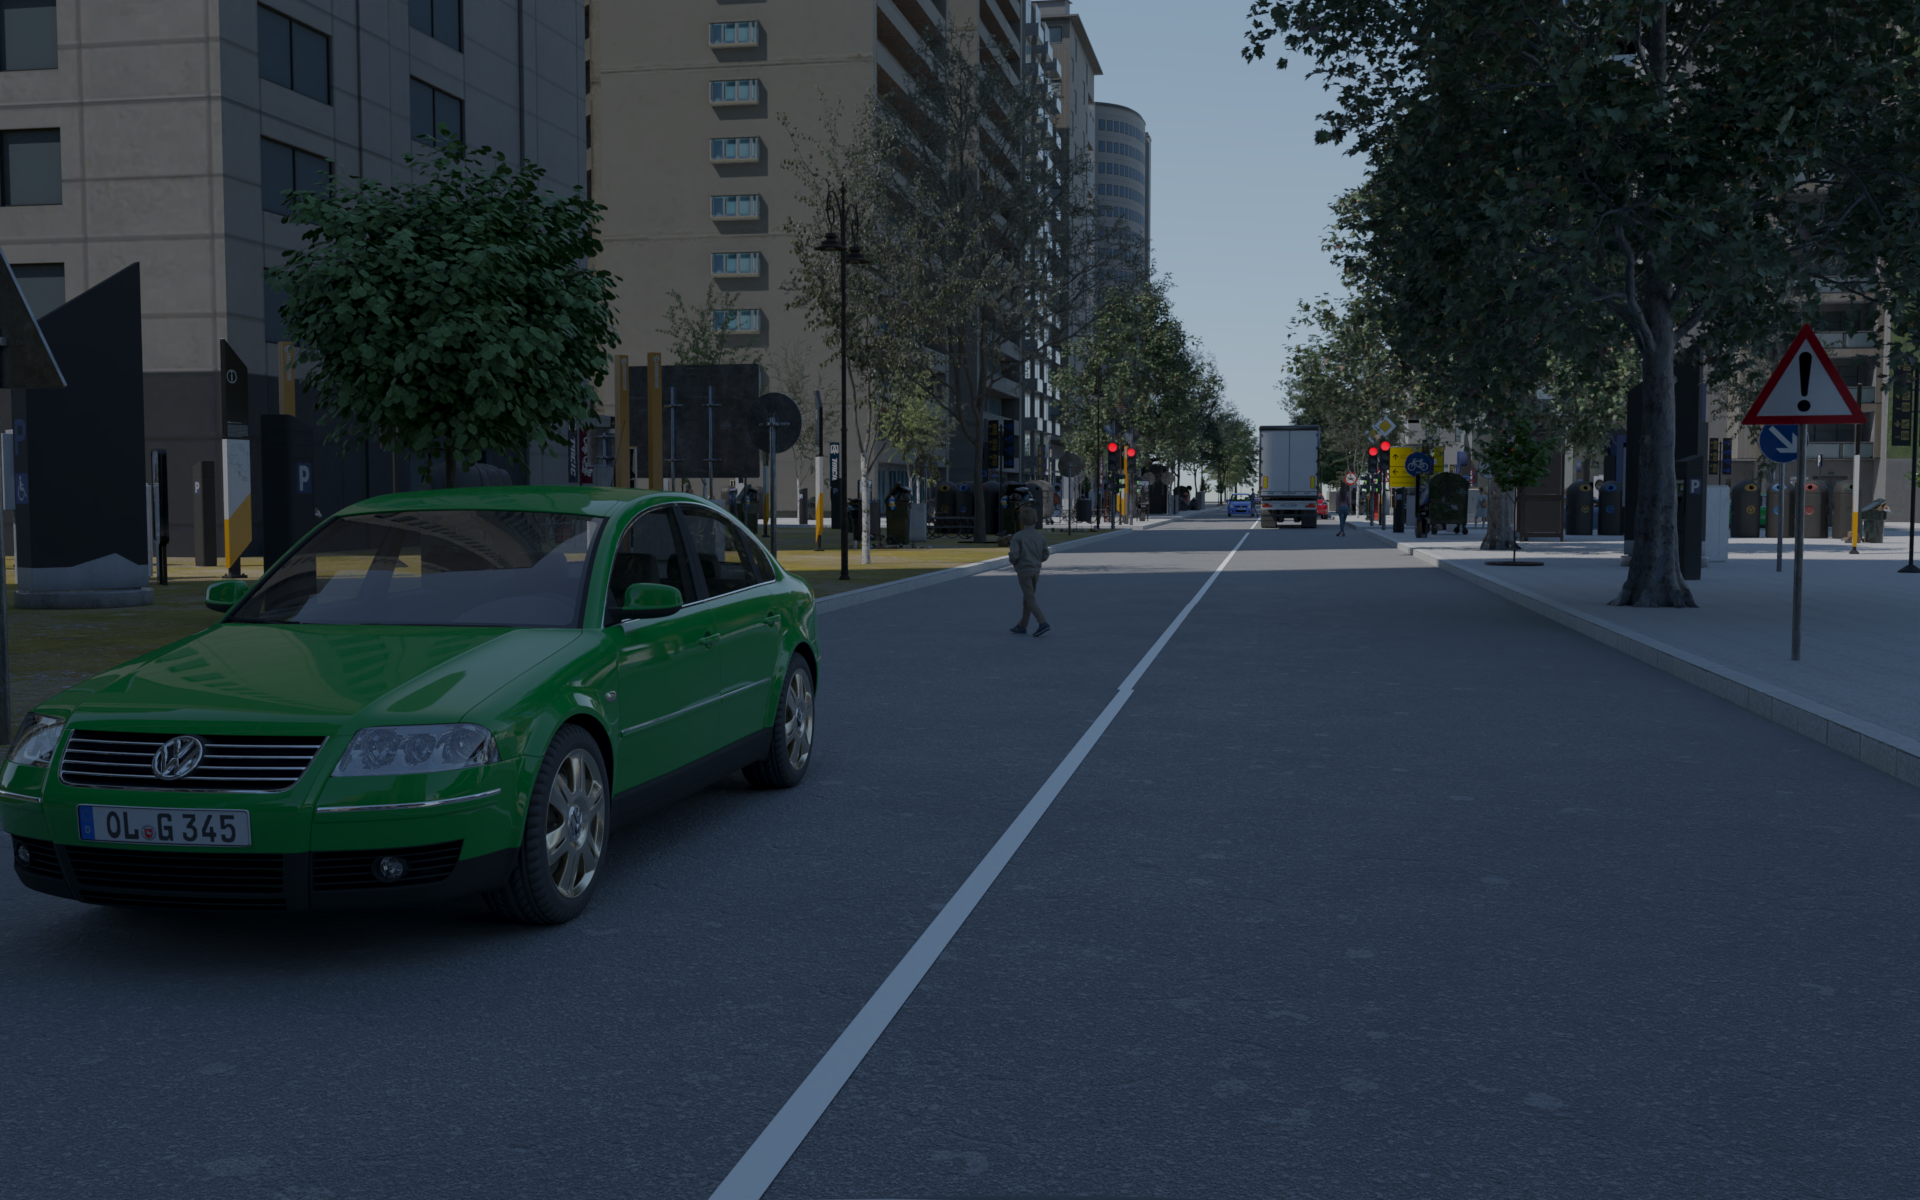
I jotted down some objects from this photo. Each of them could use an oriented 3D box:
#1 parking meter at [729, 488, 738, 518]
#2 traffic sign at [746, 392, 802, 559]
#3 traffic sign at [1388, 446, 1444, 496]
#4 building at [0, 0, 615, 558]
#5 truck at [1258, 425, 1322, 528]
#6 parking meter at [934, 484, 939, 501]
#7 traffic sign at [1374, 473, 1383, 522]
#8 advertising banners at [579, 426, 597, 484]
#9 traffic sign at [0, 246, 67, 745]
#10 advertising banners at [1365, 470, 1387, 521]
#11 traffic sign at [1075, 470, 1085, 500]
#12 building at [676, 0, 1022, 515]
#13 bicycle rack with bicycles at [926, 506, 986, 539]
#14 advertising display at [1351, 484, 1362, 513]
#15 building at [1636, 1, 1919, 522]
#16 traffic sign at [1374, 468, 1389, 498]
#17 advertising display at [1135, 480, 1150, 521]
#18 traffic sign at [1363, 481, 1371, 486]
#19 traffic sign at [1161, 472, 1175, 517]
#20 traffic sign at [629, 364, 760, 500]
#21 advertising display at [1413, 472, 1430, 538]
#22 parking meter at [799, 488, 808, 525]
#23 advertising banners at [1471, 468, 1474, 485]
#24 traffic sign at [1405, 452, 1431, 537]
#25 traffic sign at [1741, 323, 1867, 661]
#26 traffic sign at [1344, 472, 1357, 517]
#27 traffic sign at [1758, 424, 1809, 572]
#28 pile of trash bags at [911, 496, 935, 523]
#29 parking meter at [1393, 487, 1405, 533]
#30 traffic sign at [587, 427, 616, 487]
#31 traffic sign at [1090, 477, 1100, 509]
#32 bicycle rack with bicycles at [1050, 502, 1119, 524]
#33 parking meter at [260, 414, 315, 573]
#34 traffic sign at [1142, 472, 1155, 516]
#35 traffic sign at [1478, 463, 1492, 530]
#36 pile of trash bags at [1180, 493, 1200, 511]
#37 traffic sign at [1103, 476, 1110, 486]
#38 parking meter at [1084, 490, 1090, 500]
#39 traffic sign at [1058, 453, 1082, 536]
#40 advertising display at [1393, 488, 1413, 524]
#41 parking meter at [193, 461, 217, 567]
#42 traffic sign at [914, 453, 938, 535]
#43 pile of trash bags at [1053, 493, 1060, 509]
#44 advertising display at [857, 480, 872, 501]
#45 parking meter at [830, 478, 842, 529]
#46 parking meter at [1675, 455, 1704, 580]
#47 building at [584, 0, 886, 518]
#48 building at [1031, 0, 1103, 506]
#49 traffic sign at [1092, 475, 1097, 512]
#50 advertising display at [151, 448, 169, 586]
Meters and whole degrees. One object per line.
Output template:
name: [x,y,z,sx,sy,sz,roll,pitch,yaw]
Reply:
parking meter: [-9.649,-3.996,73.744,0.372,1.533,0.369,0,3,0]
traffic sign: [-2.341,-1.321,21.704,0.768,2.556,0.104,1,4,19]
traffic sign: [19.314,-4.861,73.346,2.265,3.308,0.079,1,4,17]
building: [-22.798,-37.083,44.553,20.611,71.187,20.563,1,4,10]
truck: [14.488,-5.331,76.070,2.839,4.237,11.283,1,4,11]
parking meter: [-1.252,-5.574,96.843,0.399,1.863,0.255,1,4,13]
traffic sign: [19.495,-4.862,80.675,0.795,2.450,0.064,1,4,16]
advertising banners: [-10.373,-2.995,45.153,2.074,3.025,0.090,1,4,17]
traffic sign: [-4.899,-0.538,8.803,0.884,2.594,0.081,1,4,19]
advertising banners: [19.870,-5.285,82.604,0.090,3.025,2.074,-1,4,-15]
traffic sign: [5.654,-5.113,83.706,0.768,2.556,0.104,1,4,12]
building: [-7.392,-31.051,131.385,21.300,48.544,21.600,1,4,10]
bicycle rack with bicycles: [-0.573,-2.221,49.699,2.925,0.926,2.852,-1,4,-15]
advertising display: [26.436,-6.777,116.020,0.974,1.923,0.123,1,4,12]
building: [41.524,-24.520,84.491,14.086,41.232,14.154,1,4,10]
traffic sign: [19.055,-4.804,78.550,0.884,2.594,0.081,1,4,13]
advertising display: [8.577,-4.660,81.408,0.123,1.923,0.974,3,5,42]
traffic sign: [27.270,-7.075,115.674,0.884,2.594,0.081,1,4,12]
traffic sign: [11.784,-6.005,98.283,0.768,2.556,0.104,1,4,13]
traffic sign: [-4.224,-2.046,27.320,2.265,3.308,0.079,1,4,15]
advertising display: [13.543,-2.784,50.730,0.123,1.923,0.974,2,4,32]
parking meter: [-6.604,-3.954,73.059,0.372,1.533,0.369,0,3,0]
advertising banners: [35.143,-7.376,116.786,2.074,3.025,0.090,1,4,19]
traffic sign: [13.775,-3.184,52.169,0.768,2.556,0.104,1,4,14]
traffic sign: [6.451,-0.813,13.294,0.884,2.594,0.081,1,4,14]
traffic sign: [22.262,-6.032,98.724,0.768,2.556,0.104,1,4,15]
traffic sign: [13.540,-1.740,28.552,0.768,2.556,0.104,1,4,11]
pile of trash bags: [-1.711,-4.074,76.368,1.912,1.369,3.447,-3,5,-41]
parking meter: [14.587,-3.006,57.564,0.372,1.533,0.369,0,3,0]
traffic sign: [-5.394,-1.481,26.345,0.606,2.300,0.079,1,4,15]
traffic sign: [8.117,-6.228,103.952,0.606,2.300,0.079,1,4,18]
bicycle rack with bicycles: [5.297,-3.789,75.327,2.925,0.926,2.852,1,4,18]
parking meter: [-4.997,-0.441,12.917,0.255,1.863,0.399,0,4,5]
traffic sign: [10.931,-6.138,100.458,0.768,2.556,0.104,1,4,20]
traffic sign: [17.810,-3.559,58.303,0.768,2.556,0.104,1,4,16]
pile of trash bags: [17.850,-7.742,136.326,1.912,1.369,3.447,0,4,3]
traffic sign: [9.322,-6.772,111.912,0.795,2.450,0.064,1,4,11]
parking meter: [8.016,-6.159,109.104,0.372,1.533,0.369,0,3,0]
traffic sign: [3.385,-3.263,53.456,0.768,2.556,0.104,1,4,13]
advertising display: [18.959,-4.202,73.919,0.974,1.923,0.123,-1,4,-13]
parking meter: [-13.399,-1.530,30.726,0.399,1.863,0.255,3,5,43]
traffic sign: [-1.058,-3.270,53.570,0.768,2.556,0.104,1,4,12]
pile of trash bags: [6.133,-7.754,136.523,3.447,1.369,1.912,0,4,-1]
advertising display: [-4.264,-4.429,77.620,0.123,1.923,0.974,2,4,32]
parking meter: [-4.536,-3.535,63.508,0.399,1.863,0.255,1,4,17]
parking meter: [10.867,-1.234,25.885,0.399,1.863,0.255,-1,4,-22]
building: [-13.100,-29.278,102.392,21.300,48.544,21.600,1,4,10]
building: [0.362,-36.922,192.916,28.713,52.752,27.495,1,4,10]
traffic sign: [8.344,-6.463,105.779,0.768,2.556,0.104,1,4,18]
advertising display: [-11.344,-1.184,24.571,0.123,1.923,0.974,-2,4,-30]
